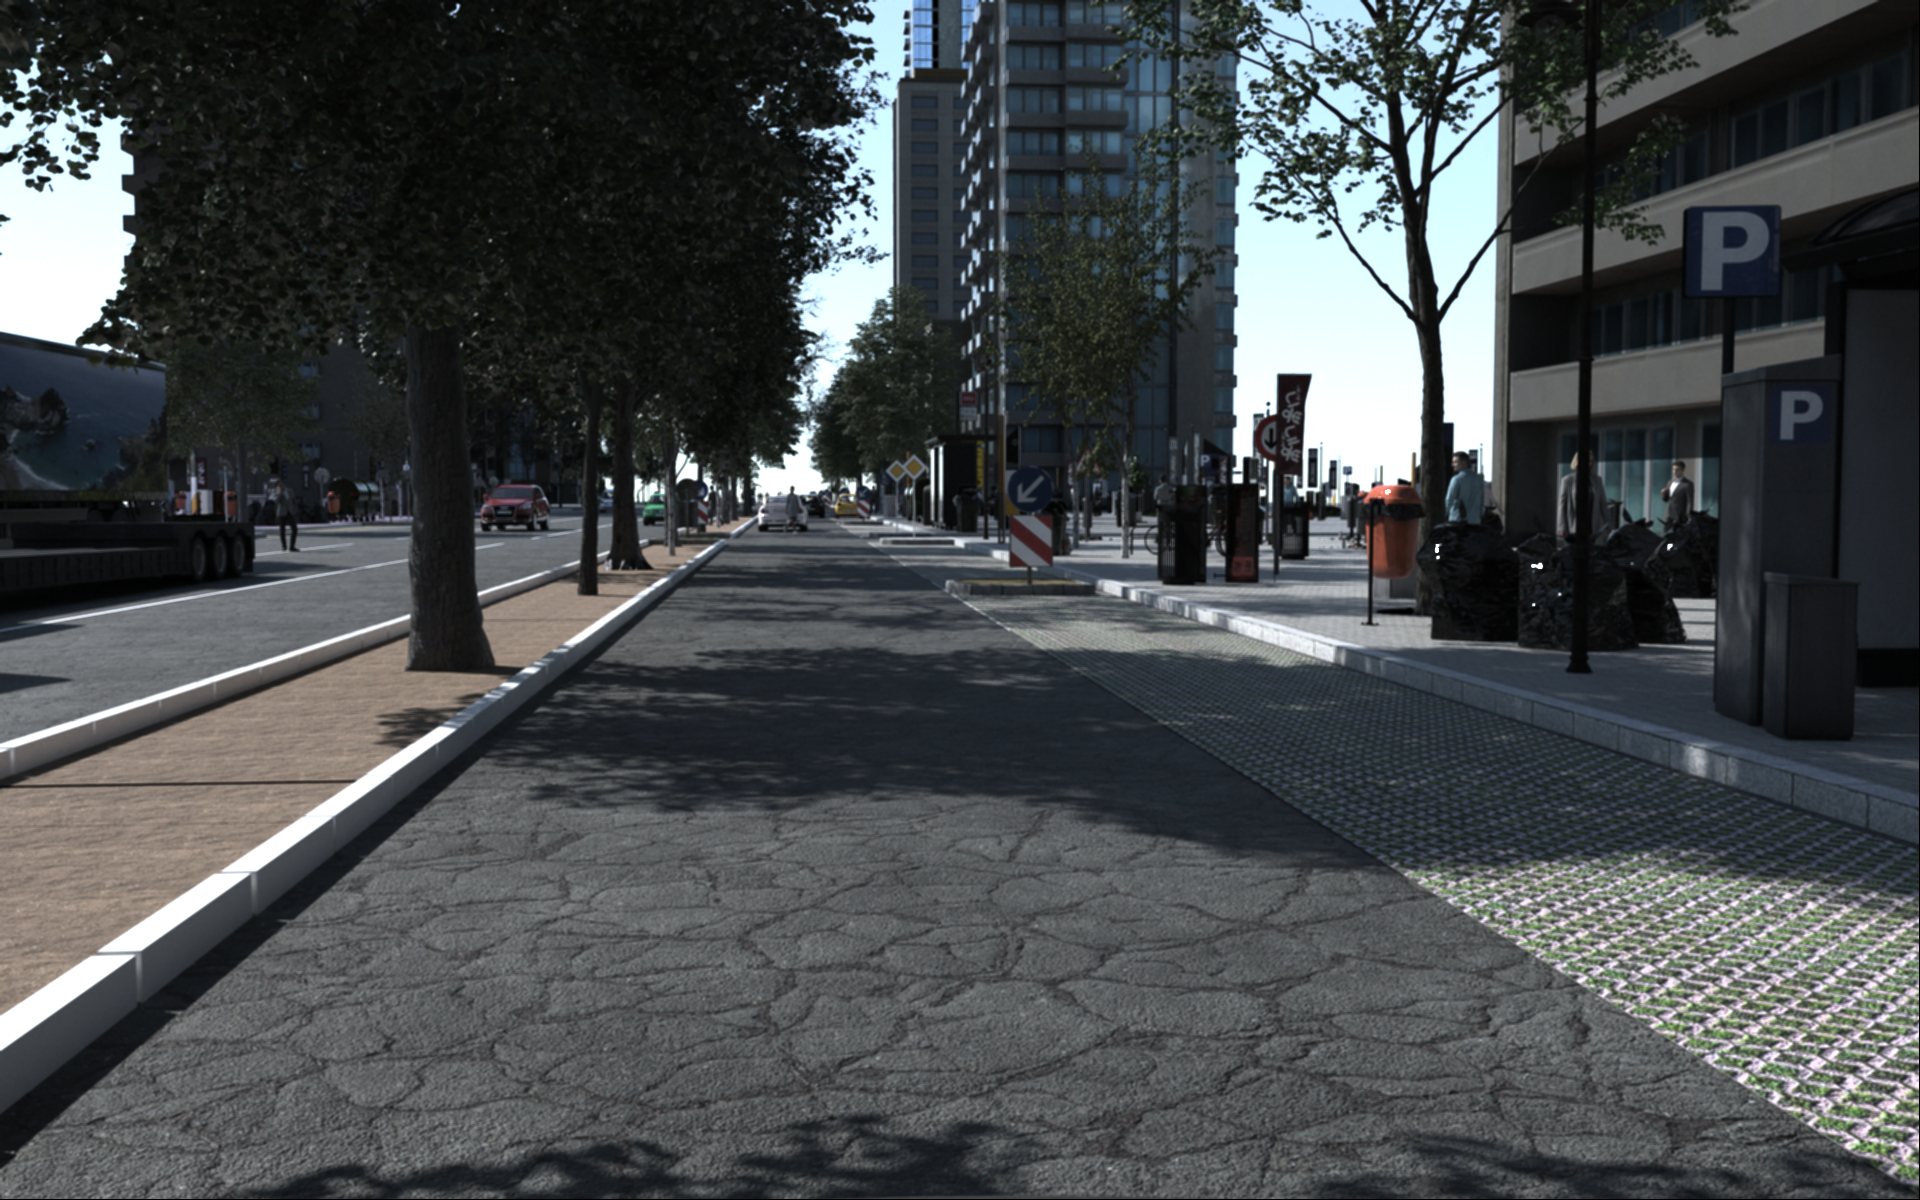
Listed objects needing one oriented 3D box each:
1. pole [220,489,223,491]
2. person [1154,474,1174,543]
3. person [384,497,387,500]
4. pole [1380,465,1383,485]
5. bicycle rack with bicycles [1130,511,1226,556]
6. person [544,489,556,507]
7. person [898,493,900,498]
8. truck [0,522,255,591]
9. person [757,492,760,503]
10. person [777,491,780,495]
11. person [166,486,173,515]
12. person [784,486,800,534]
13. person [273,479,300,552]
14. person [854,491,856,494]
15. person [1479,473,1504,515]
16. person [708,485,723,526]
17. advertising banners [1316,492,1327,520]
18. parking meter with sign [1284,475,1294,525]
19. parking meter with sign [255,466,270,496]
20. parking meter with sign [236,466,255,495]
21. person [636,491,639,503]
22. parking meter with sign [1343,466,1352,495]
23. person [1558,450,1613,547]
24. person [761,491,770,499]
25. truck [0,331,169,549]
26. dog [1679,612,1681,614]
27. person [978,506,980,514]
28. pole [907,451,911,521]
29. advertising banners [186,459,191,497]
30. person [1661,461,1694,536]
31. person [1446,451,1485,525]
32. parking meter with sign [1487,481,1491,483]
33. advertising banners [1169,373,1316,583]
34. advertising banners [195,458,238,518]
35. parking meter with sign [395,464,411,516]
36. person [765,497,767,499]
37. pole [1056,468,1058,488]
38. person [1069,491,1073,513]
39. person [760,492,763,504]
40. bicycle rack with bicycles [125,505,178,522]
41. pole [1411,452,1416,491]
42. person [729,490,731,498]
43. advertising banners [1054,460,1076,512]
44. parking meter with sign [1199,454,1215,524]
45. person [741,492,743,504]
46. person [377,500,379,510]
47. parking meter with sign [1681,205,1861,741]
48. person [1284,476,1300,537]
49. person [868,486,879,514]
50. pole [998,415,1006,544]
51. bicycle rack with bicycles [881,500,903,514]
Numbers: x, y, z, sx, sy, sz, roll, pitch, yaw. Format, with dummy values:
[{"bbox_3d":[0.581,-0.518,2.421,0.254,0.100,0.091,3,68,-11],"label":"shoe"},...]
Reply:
[{"bbox_3d":[-47.398,-7.176,111.170,0.158,3.312,0.155,0,3,0],"label":"pole"},{"bbox_3d":[5.335,-2.401,45.477,0.511,1.800,0.466,-2,4,-28],"label":"person"},{"bbox_3d":[-38.349,-6.649,115.173,0.534,1.772,0.576,-1,4,-22],"label":"person"},{"bbox_3d":[29.812,-7.874,122.591,0.158,3.312,0.155,0,3,0],"label":"pole"},{"bbox_3d":[5.075,-1.414,36.497,2.925,0.926,2.852,-2,4,-34],"label":"bicycle rack with bicycles"},{"bbox_3d":[-41.339,-10.285,174.219,1.348,1.821,0.705,0,4,6],"label":"person"},{"bbox_3d":[-7.920,-12.907,220.300,0.421,1.427,0.697,-3,4,-36],"label":"person"},{"bbox_3d":[-12.564,-1.904,20.886,2.967,4.110,18.799,0,4,-6],"label":"truck"},{"bbox_3d":[-31.578,-16.174,273.469,0.750,1.759,0.617,-2,4,-24],"label":"person"},{"bbox_3d":[-25.281,-14.345,242.915,0.709,1.838,0.599,3,5,42],"label":"person"},{"bbox_3d":[-40.835,-5.080,89.439,0.444,1.785,0.601,-1,4,-12],"label":"person"},{"bbox_3d":[-6.069,-3.245,62.299,0.760,1.731,0.466,2,4,29],"label":"person"},{"bbox_3d":[-16.827,-2.116,43.277,0.592,1.802,0.473,-2,4,-24],"label":"person"},{"bbox_3d":[-16.426,-16.264,272.890,0.436,1.711,0.756,-3,4,-39],"label":"person"},{"bbox_3d":[11.430,-1.883,37.496,0.731,1.740,0.598,-1,4,-13],"label":"person"},{"bbox_3d":[-11.115,-4.266,78.214,0.822,1.834,0.622,3,5,40],"label":"person"},{"bbox_3d":[17.611,-5.553,86.981,2.074,3.025,0.090,-2,4,-29],"label":"advertising banners"},{"bbox_3d":[13.729,-4.689,72.933,0.543,3.016,1.738,2,4,32],"label":"parking meter with sign"},{"bbox_3d":[-41.886,-6.648,104.949,0.543,3.016,1.738,0,4,3],"label":"parking meter with sign"},{"bbox_3d":[-43.804,-6.700,105.799,1.738,3.016,0.543,1,4,10],"label":"parking meter with sign"},{"bbox_3d":[-46.747,-14.949,251.255,0.445,1.727,0.742,-1,4,-17],"label":"person"},{"bbox_3d":[24.398,-6.876,108.688,0.543,3.016,1.738,1,4,19],"label":"parking meter with sign"},{"bbox_3d":[7.132,-0.822,19.670,0.709,1.800,0.728,0,4,6],"label":"person"},{"bbox_3d":[-20.633,-10.766,185.249,1.217,1.743,0.721,0,4,-6],"label":"person"},{"bbox_3d":[-17.723,-2.594,31.320,2.839,4.237,11.283,0,4,-4],"label":"truck"},{"bbox_3d":[7.276,-0.046,18.490,0.748,0.427,0.550,3,4,37],"label":"dog"},{"bbox_3d":[0.616,-4.524,80.492,0.782,1.767,0.515,-3,5,-42],"label":"person"},{"bbox_3d":[-2.431,-5.426,82.554,0.158,3.312,0.155,0,3,0],"label":"pole"},{"bbox_3d":[-38.200,-5.513,86.332,0.090,3.025,2.074,0,4,-7],"label":"advertising banners"},{"bbox_3d":[11.909,-1.390,28.741,0.822,1.834,0.622,-3,4,-38],"label":"person"},{"bbox_3d":[6.569,-1.017,22.530,0.638,1.841,0.748,0,4,-7],"label":"person"},{"bbox_3d":[32.750,-6.738,106.431,1.738,3.016,0.543,-3,4,-36],"label":"parking meter with sign"},{"bbox_3d":[4.064,-1.766,25.068,2.074,3.025,0.090,0,4,-4],"label":"advertising banners"},{"bbox_3d":[-35.890,-5.360,83.829,2.074,3.025,0.090,-2,4,-31],"label":"advertising banners"},{"bbox_3d":[-32.660,-6.415,101.145,0.543,3.016,1.738,0,4,8],"label":"parking meter with sign"},{"bbox_3d":[-9.366,-4.341,83.749,0.640,1.303,0.475,-1,4,-21],"label":"person"},{"bbox_3d":[7.436,-8.501,132.829,0.158,3.312,0.155,0,3,0],"label":"pole"},{"bbox_3d":[7.620,-6.693,115.713,0.529,1.795,0.600,-3,4,-38],"label":"person"},{"bbox_3d":[-28.116,-14.432,245.380,0.530,1.710,0.541,-1,4,-20],"label":"person"},{"bbox_3d":[-27.205,-2.614,56.121,2.925,0.926,2.852,3,5,41],"label":"bicycle rack with bicycles"},{"bbox_3d":[22.096,-5.538,84.395,0.158,3.312,0.155,0,3,0],"label":"pole"},{"bbox_3d":[-20.998,-9.154,158.257,1.348,1.812,0.705,2,4,33],"label":"person"},{"bbox_3d":[4.982,-5.636,88.338,2.074,3.025,0.090,2,4,31],"label":"advertising banners"},{"bbox_3d":[10.794,-4.843,75.450,0.543,3.016,1.738,0,4,-2],"label":"parking meter with sign"},{"bbox_3d":[-29.858,-14.013,238.063,0.568,1.767,0.683,-2,4,-27],"label":"person"},{"bbox_3d":[-41.830,-7.248,124.651,0.694,1.812,0.767,-1,4,-11],"label":"person"},{"bbox_3d":[4.586,-0.826,9.762,0.543,3.016,1.738,0,4,6],"label":"parking meter with sign"},{"bbox_3d":[9.791,-2.776,51.446,0.660,1.820,0.620,2,4,24],"label":"person"},{"bbox_3d":[-5.693,-6.591,113.721,0.656,1.842,0.836,-2,4,-26],"label":"person"},{"bbox_3d":[1.086,-3.121,44.870,0.158,3.312,0.155,0,3,0],"label":"pole"},{"bbox_3d":[-3.789,-5.919,110.162,2.852,0.926,2.925,-1,4,-20],"label":"bicycle rack with bicycles"}]
